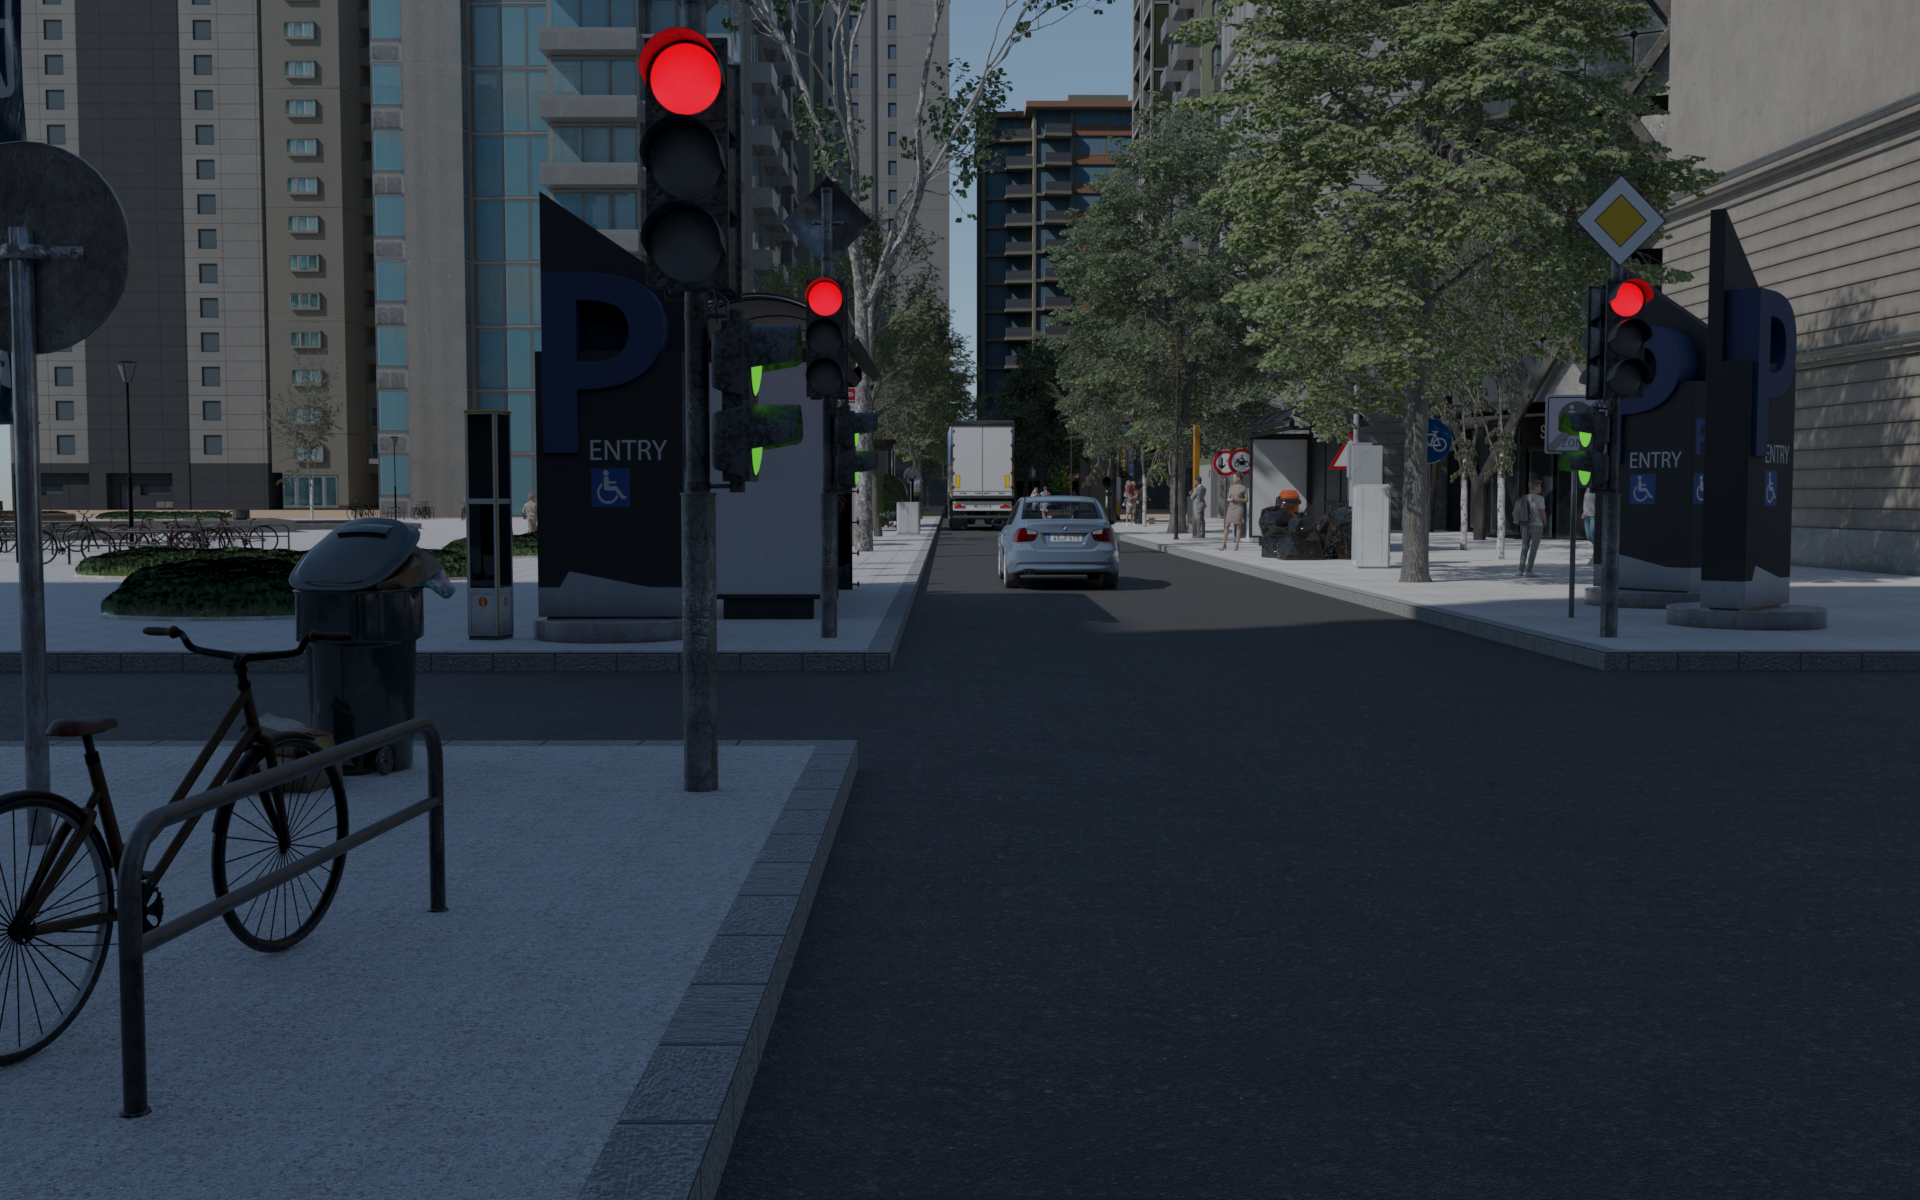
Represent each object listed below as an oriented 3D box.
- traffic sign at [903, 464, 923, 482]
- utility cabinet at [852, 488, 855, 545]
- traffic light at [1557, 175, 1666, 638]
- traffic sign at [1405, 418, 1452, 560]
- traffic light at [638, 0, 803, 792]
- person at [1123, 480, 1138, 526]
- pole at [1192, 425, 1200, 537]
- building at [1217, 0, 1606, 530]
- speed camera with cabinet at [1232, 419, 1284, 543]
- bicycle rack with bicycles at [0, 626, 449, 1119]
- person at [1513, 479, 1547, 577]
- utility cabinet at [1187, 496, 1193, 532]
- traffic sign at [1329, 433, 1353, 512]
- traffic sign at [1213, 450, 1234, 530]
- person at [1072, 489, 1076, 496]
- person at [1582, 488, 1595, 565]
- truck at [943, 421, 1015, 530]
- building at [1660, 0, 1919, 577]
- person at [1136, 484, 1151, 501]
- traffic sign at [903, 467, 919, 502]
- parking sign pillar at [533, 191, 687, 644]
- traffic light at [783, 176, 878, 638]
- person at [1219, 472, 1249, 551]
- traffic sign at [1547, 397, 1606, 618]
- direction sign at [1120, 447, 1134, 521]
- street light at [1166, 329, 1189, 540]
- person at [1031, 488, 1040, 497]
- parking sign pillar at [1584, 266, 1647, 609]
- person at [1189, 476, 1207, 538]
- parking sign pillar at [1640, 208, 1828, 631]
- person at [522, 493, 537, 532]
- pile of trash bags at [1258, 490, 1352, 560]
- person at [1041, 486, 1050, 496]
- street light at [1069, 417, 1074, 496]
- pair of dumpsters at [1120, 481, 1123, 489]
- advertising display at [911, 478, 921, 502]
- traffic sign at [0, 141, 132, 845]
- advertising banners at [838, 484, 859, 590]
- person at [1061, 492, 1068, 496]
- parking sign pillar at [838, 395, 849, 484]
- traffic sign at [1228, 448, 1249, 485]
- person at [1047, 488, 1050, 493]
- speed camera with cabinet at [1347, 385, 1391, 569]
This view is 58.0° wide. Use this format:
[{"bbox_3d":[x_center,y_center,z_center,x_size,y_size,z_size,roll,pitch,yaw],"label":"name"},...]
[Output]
[{"bbox_3d":[-2.002,-4.507,73.696,0.884,2.594,0.081,0,4,6],"label":"traffic sign"},{"bbox_3d":[-2.786,-2.112,43.202,0.318,1.500,1.173,-1,4,-18],"label":"utility cabinet"},{"bbox_3d":[5.806,-1.622,15.440,0.839,4.253,0.868,0,4,0],"label":"traffic light"},{"bbox_3d":[7.801,-1.762,28.911,0.768,2.556,0.104,0,4,6],"label":"traffic sign"},{"bbox_3d":[-1.105,-1.130,7.396,0.839,4.253,0.868,0,4,0],"label":"traffic light"},{"bbox_3d":[6.864,-3.906,69.874,0.573,1.828,0.580,2,4,33],"label":"person"},{"bbox_3d":[6.959,-3.497,51.026,0.158,3.312,0.155,0,3,0],"label":"pole"},{"bbox_3d":[19.038,-18.240,75.711,11.434,29.767,29.804,0,4,0],"label":"building"},{"bbox_3d":[7.830,-3.101,45.038,0.660,3.252,2.038,-1,4,-20],"label":"speed camera with cabinet"},{"bbox_3d":[-2.679,0.554,4.332,2.852,0.926,2.925,0,4,4],"label":"bicycle rack with bicycles"},{"bbox_3d":[8.843,-1.117,26.905,0.503,1.515,0.523,1,4,17],"label":"person"},{"bbox_3d":[8.043,-2.971,59.743,0.306,1.237,1.020,1,4,17],"label":"utility cabinet"},{"bbox_3d":[8.326,-2.267,37.065,0.884,2.594,0.081,0,4,4],"label":"traffic sign"},{"bbox_3d":[7.632,-3.037,49.762,0.768,2.556,0.104,0,4,4],"label":"traffic sign"},{"bbox_3d":[9.550,-8.380,143.850,0.721,1.735,1.217,-1,4,-14],"label":"person"},{"bbox_3d":[11.590,-1.519,31.554,0.598,1.740,0.731,-2,4,-23],"label":"person"},{"bbox_3d":[0.745,-5.062,71.670,2.839,4.237,11.283,0,4,-1],"label":"truck"},{"bbox_3d":[31.830,-12.888,29.808,34.723,24.649,14.460,0,4,0],"label":"building"},{"bbox_3d":[10.036,-5.458,95.309,0.705,1.821,1.348,-2,4,-29],"label":"person"},{"bbox_3d":[-2.302,-5.000,81.850,0.768,2.556,0.104,0,4,8],"label":"traffic sign"},{"bbox_3d":[-3.091,-1.650,15.442,1.447,3.967,1.447,0,4,-1],"label":"parking sign pillar"},{"bbox_3d":[-1.155,-1.618,15.381,0.839,4.253,0.868,0,4,0],"label":"traffic light"},{"bbox_3d":[6.195,-2.005,39.162,0.599,1.781,0.374,2,4,34],"label":"person"},{"bbox_3d":[6.340,-0.964,17.893,0.606,2.300,0.079,0,4,8],"label":"traffic sign"},{"bbox_3d":[8.026,-5.579,83.207,0.379,3.537,0.876,-3,5,-41],"label":"direction sign"},{"bbox_3d":[6.109,-4.647,48.773,0.468,5.910,1.993,0,4,0],"label":"street light"},{"bbox_3d":[3.907,-4.761,86.932,0.593,1.750,0.643,-3,5,-42],"label":"person"},{"bbox_3d":[7.976,-1.921,19.882,1.447,3.967,1.447,-2,4,-31],"label":"parking sign pillar"},{"bbox_3d":[6.925,-2.710,50.525,0.466,1.800,0.511,2,4,28],"label":"person"},{"bbox_3d":[7.697,-1.736,16.855,1.447,3.967,1.447,3,5,43],"label":"parking sign pillar"},{"bbox_3d":[-11.337,-2.172,45.826,0.475,1.303,0.640,-1,4,-11],"label":"person"},{"bbox_3d":[6.991,-1.552,35.126,1.912,1.369,3.447,0,4,-4],"label":"pile of trash bags"},{"bbox_3d":[4.165,-4.597,83.750,0.616,1.811,0.778,0,4,1],"label":"person"},{"bbox_3d":[5.777,-7.160,89.855,0.468,5.910,1.993,0,4,0],"label":"street light"},{"bbox_3d":[7.192,-5.142,86.558,1.574,2.255,4.437,0,4,0],"label":"pair of dumpsters"},{"bbox_3d":[-1.799,-4.011,70.796,0.123,1.923,0.974,1,4,15],"label":"advertising display"},{"bbox_3d":[-3.378,-0.378,6.282,0.768,2.556,0.104,0,4,3],"label":"traffic sign"},{"bbox_3d":[-2.360,-1.660,23.333,2.074,3.025,0.090,1,4,15],"label":"advertising banners"},{"bbox_3d":[7.973,-7.664,132.275,0.541,1.710,0.530,0,4,-8],"label":"person"},{"bbox_3d":[-3.507,-3.569,46.832,1.447,3.967,1.447,2,4,28],"label":"parking sign pillar"},{"bbox_3d":[7.787,-2.926,47.946,0.768,2.556,0.104,0,4,2],"label":"traffic sign"},{"bbox_3d":[7.179,-8.229,140.662,0.705,1.814,1.350,0,4,-3],"label":"person"},{"bbox_3d":[7.252,-2.222,30.673,0.660,3.252,2.038,1,4,8],"label":"speed camera with cabinet"}]
